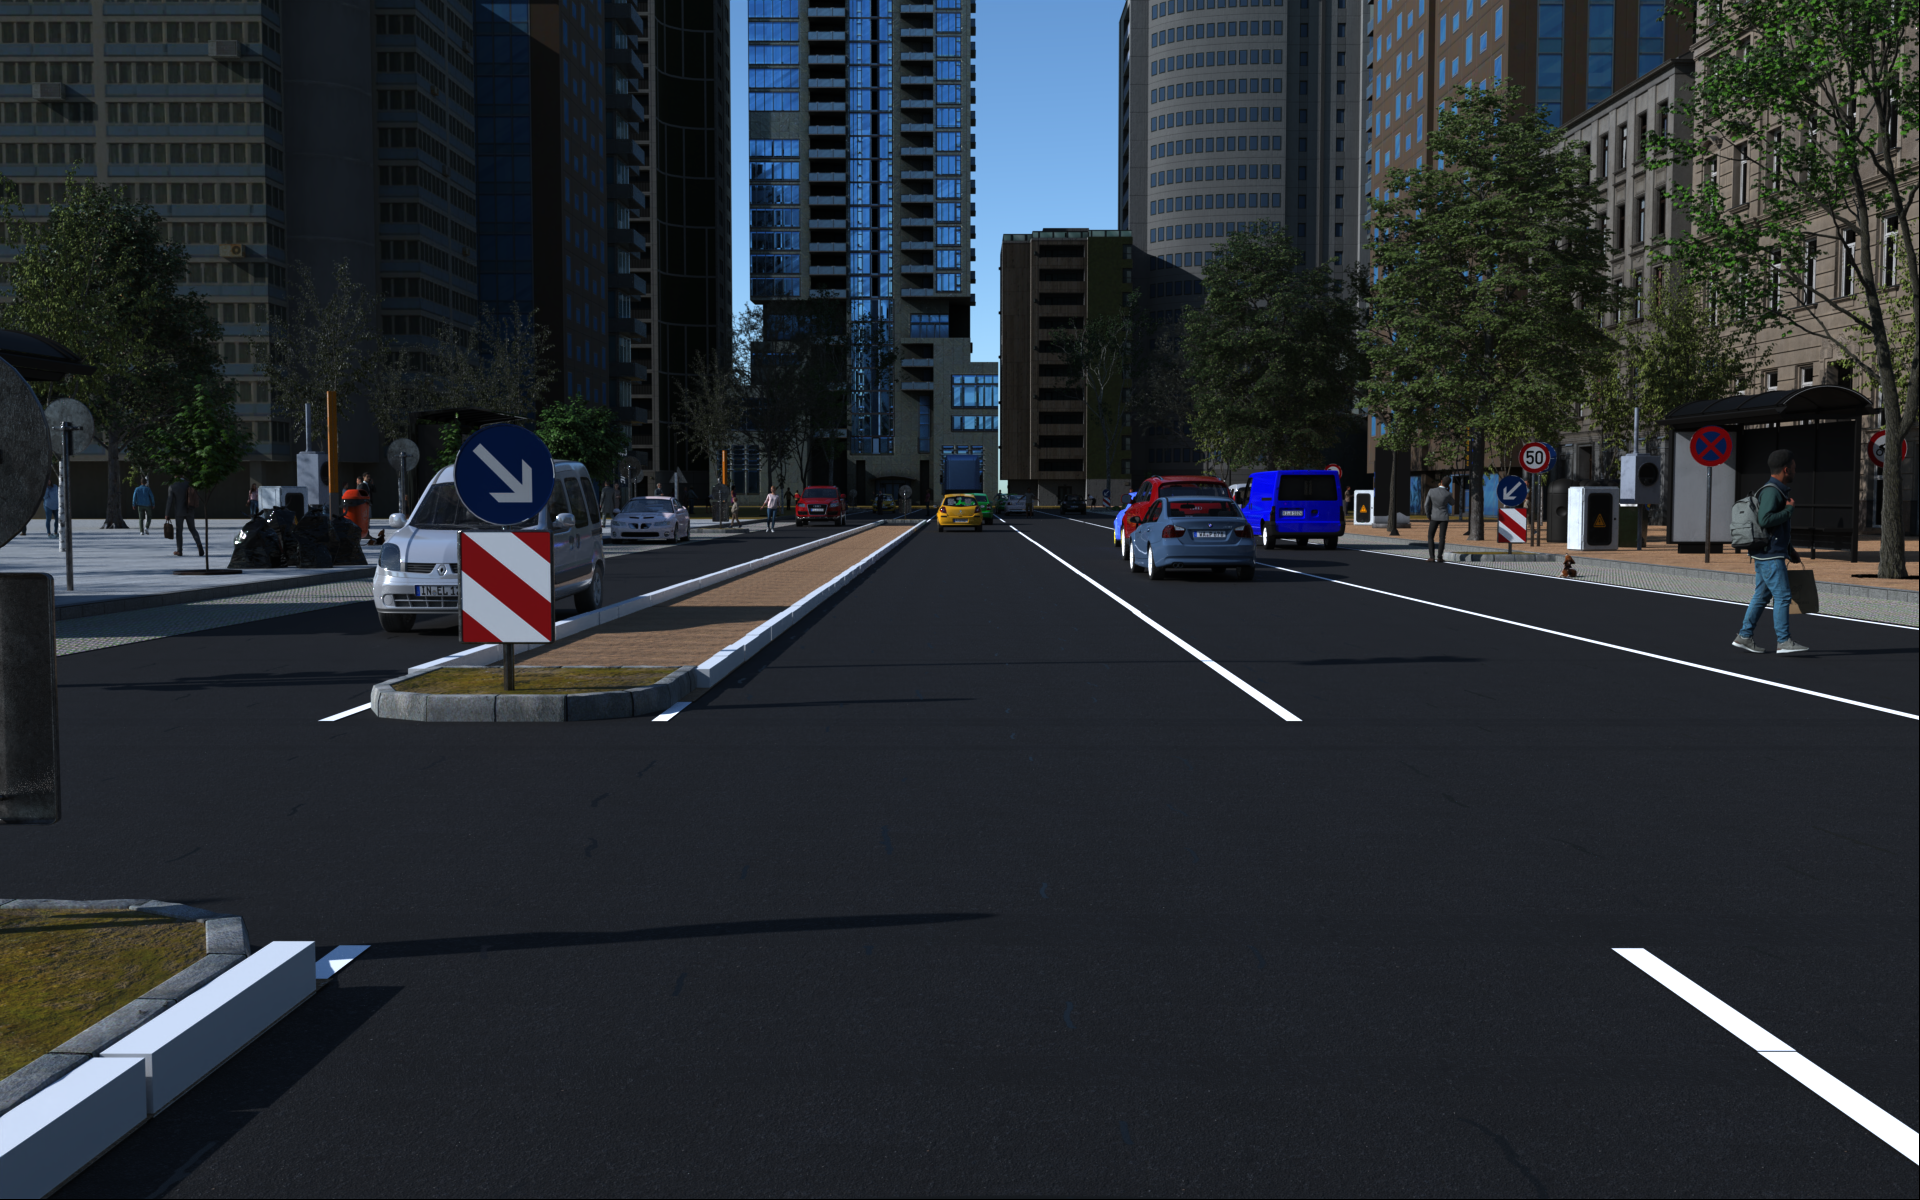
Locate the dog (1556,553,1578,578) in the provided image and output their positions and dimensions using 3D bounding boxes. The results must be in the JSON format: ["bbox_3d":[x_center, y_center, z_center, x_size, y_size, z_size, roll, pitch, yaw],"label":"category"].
[{"bbox_3d":[10.402,-0.589,29.820,0.748,0.427,0.550,-3,4,-36],"label":"dog"}]

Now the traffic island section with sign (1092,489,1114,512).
[{"bbox_3d":[11.791,-8.122,141.430,1.989,1.847,2.006,0,4,0],"label":"traffic island section with sign"}]

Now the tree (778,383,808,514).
[{"bbox_3d":[-11.507,-9.749,109.757,4.360,8.622,3.978,0,3,0],"label":"tree"}]

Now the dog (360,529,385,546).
[{"bbox_3d":[-14.643,-1.566,43.336,0.748,0.427,0.550,-1,4,-20],"label":"dog"}]

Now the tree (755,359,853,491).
[{"bbox_3d":[-11.981,-12.659,132.730,9.928,11.665,9.643,0,3,0],"label":"tree"}]

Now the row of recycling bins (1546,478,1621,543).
[{"bbox_3d":[17.073,-2.424,46.752,3.534,1.692,1.069,-3,5,-40],"label":"row of recycling bins"}]

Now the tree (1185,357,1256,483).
[{"bbox_3d":[13.921,-8.624,91.368,4.737,8.622,4.395,0,3,0],"label":"tree"}]

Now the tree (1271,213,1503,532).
[{"bbox_3d":[14.603,-7.592,58.548,8.767,10.594,7.601,1,4,18],"label":"tree"}]

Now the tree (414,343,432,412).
[{"bbox_3d":[-20.705,-7.474,72.569,4.360,8.622,3.978,0,3,0],"label":"tree"}]

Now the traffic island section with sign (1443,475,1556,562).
[{"bbox_3d":[11.549,-1.757,37.352,1.989,1.847,2.006,0,4,0],"label":"traffic island section with sign"}]

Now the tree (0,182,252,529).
[{"bbox_3d":[-31.315,-8.993,64.051,9.611,12.733,9.660,0,3,0],"label":"tree"}]

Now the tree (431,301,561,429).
[{"bbox_3d":[-16.950,-7.018,65.114,4.360,8.622,3.978,0,3,0],"label":"tree"}]

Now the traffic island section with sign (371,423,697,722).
[{"bbox_3d":[-2.935,-0.227,11.842,2.006,1.907,1.989,0,4,0],"label":"traffic island section with sign"}]

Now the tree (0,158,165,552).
[{"bbox_3d":[-20.053,-5.400,38.648,4.737,8.622,4.395,0,3,0],"label":"tree"}]

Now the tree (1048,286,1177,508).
[{"bbox_3d":[14.062,-18.569,159.494,12.611,20.169,13.585,0,3,0],"label":"tree"}]

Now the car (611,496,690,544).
[{"bbox_3d":[-9.071,-2.364,51.012,2.083,1.381,4.827,0,4,-2],"label":"car"}]

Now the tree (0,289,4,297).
[{"bbox_3d":[-26.962,-7.074,41.418,9.928,11.665,9.643,0,3,0],"label":"tree"}]

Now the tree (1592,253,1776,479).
[{"bbox_3d":[21.865,-6.214,51.964,4.737,8.622,4.395,0,3,0],"label":"tree"}]

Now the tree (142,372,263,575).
[{"bbox_3d":[-12.233,-2.026,27.729,1.663,3.219,1.824,0,3,0],"label":"tree"}]

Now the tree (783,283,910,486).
[{"bbox_3d":[-10.839,-18.206,153.558,12.611,20.169,13.585,0,3,0],"label":"tree"}]

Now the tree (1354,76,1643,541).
[{"bbox_3d":[14.750,-7.922,47.654,7.486,12.596,7.792,0,3,0],"label":"tree"}]

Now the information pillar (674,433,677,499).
[{"bbox_3d":[-11.000,-4.630,67.053,0.183,3.616,0.504,-1,4,-8],"label":"information pillar"}]

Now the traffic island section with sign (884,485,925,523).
[{"bbox_3d":[-2.769,-4.822,86.980,2.006,1.907,1.989,0,4,0],"label":"traffic island section with sign"}]

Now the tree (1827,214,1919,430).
[{"bbox_3d":[24.582,-5.718,43.850,4.737,8.622,4.395,0,3,0],"label":"tree"}]

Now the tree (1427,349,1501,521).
[{"bbox_3d":[24.147,-8.116,83.060,4.360,8.622,3.978,0,3,0],"label":"tree"}]

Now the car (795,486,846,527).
[{"bbox_3d":[-6.247,-4.243,78.040,2.281,1.827,5.304,0,4,-1],"label":"car"}]

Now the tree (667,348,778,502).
[{"bbox_3d":[-12.252,-8.338,86.693,4.360,8.622,3.978,0,3,0],"label":"tree"}]

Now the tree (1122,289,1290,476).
[{"bbox_3d":[14.614,-11.689,101.481,12.009,13.543,11.850,0,3,0],"label":"tree"}]

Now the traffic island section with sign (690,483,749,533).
[{"bbox_3d":[-8.810,-3.372,63.758,1.989,1.847,2.006,0,4,0],"label":"traffic island section with sign"}]

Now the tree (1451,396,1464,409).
[{"bbox_3d":[23.541,-7.622,74.977,4.737,8.622,4.395,0,3,0],"label":"tree"}]

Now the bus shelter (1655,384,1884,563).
[{"bbox_3d":[16.025,-2.497,34.748,2.014,3.302,5.546,0,4,0],"label":"bus shelter"}]

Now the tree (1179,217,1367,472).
[{"bbox_3d":[14.519,-10.588,79.771,9.857,13.997,8.962,0,3,0],"label":"tree"}]

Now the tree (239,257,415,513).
[{"bbox_3d":[-19.459,-6.279,53.028,4.360,8.622,3.978,0,3,0],"label":"tree"}]

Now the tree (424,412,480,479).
[{"bbox_3d":[-11.864,-2.823,40.758,1.663,3.219,1.824,0,3,0],"label":"tree"}]

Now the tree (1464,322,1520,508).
[{"bbox_3d":[23.123,-7.280,69.394,4.737,8.622,4.395,0,3,0],"label":"tree"}]

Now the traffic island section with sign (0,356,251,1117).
[{"bbox_3d":[-2.962,0.226,4.435,2.006,1.907,1.989,0,4,0],"label":"traffic island section with sign"}]

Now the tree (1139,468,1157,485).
[{"bbox_3d":[14.204,-8.252,129.515,1.663,3.219,1.824,0,3,0],"label":"tree"}]

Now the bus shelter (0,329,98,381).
[{"bbox_3d":[-11.797,-1.531,18.959,2.014,3.302,5.546,0,4,0],"label":"bus shelter"}]

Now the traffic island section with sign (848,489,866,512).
[{"bbox_3d":[-8.632,-8.091,140.914,1.989,1.847,2.006,0,4,0],"label":"traffic island section with sign"}]

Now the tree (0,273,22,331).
[{"bbox_3d":[-20.834,-5.097,33.702,4.360,8.622,3.978,0,3,0],"label":"tree"}]

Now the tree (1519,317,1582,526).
[{"bbox_3d":[23.423,-6.842,62.233,4.737,8.622,4.395,0,3,0],"label":"tree"}]

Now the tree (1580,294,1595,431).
[{"bbox_3d":[23.608,-6.505,56.718,4.737,8.622,4.395,0,3,0],"label":"tree"}]

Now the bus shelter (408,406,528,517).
[{"bbox_3d":[-13.954,-3.560,49.482,1.731,3.624,6.357,0,4,0],"label":"bus shelter"}]

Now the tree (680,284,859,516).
[{"bbox_3d":[-10.971,-11.639,100.673,12.009,13.543,11.850,0,3,0],"label":"tree"}]

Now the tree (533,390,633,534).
[{"bbox_3d":[-12.058,-4.352,54.865,4.285,4.588,4.351,0,3,0],"label":"tree"}]

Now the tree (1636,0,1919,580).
[{"bbox_3d":[14.328,-6.141,26.166,9.928,11.665,9.643,0,3,0],"label":"tree"}]

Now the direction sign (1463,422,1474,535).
[{"bbox_3d":[15.844,-3.778,53.766,0.379,3.537,0.876,0,4,-4],"label":"direction sign"}]

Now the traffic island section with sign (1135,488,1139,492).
[{"bbox_3d":[11.720,-6.474,114.475,1.989,1.847,2.006,0,4,0],"label":"traffic island section with sign"}]
